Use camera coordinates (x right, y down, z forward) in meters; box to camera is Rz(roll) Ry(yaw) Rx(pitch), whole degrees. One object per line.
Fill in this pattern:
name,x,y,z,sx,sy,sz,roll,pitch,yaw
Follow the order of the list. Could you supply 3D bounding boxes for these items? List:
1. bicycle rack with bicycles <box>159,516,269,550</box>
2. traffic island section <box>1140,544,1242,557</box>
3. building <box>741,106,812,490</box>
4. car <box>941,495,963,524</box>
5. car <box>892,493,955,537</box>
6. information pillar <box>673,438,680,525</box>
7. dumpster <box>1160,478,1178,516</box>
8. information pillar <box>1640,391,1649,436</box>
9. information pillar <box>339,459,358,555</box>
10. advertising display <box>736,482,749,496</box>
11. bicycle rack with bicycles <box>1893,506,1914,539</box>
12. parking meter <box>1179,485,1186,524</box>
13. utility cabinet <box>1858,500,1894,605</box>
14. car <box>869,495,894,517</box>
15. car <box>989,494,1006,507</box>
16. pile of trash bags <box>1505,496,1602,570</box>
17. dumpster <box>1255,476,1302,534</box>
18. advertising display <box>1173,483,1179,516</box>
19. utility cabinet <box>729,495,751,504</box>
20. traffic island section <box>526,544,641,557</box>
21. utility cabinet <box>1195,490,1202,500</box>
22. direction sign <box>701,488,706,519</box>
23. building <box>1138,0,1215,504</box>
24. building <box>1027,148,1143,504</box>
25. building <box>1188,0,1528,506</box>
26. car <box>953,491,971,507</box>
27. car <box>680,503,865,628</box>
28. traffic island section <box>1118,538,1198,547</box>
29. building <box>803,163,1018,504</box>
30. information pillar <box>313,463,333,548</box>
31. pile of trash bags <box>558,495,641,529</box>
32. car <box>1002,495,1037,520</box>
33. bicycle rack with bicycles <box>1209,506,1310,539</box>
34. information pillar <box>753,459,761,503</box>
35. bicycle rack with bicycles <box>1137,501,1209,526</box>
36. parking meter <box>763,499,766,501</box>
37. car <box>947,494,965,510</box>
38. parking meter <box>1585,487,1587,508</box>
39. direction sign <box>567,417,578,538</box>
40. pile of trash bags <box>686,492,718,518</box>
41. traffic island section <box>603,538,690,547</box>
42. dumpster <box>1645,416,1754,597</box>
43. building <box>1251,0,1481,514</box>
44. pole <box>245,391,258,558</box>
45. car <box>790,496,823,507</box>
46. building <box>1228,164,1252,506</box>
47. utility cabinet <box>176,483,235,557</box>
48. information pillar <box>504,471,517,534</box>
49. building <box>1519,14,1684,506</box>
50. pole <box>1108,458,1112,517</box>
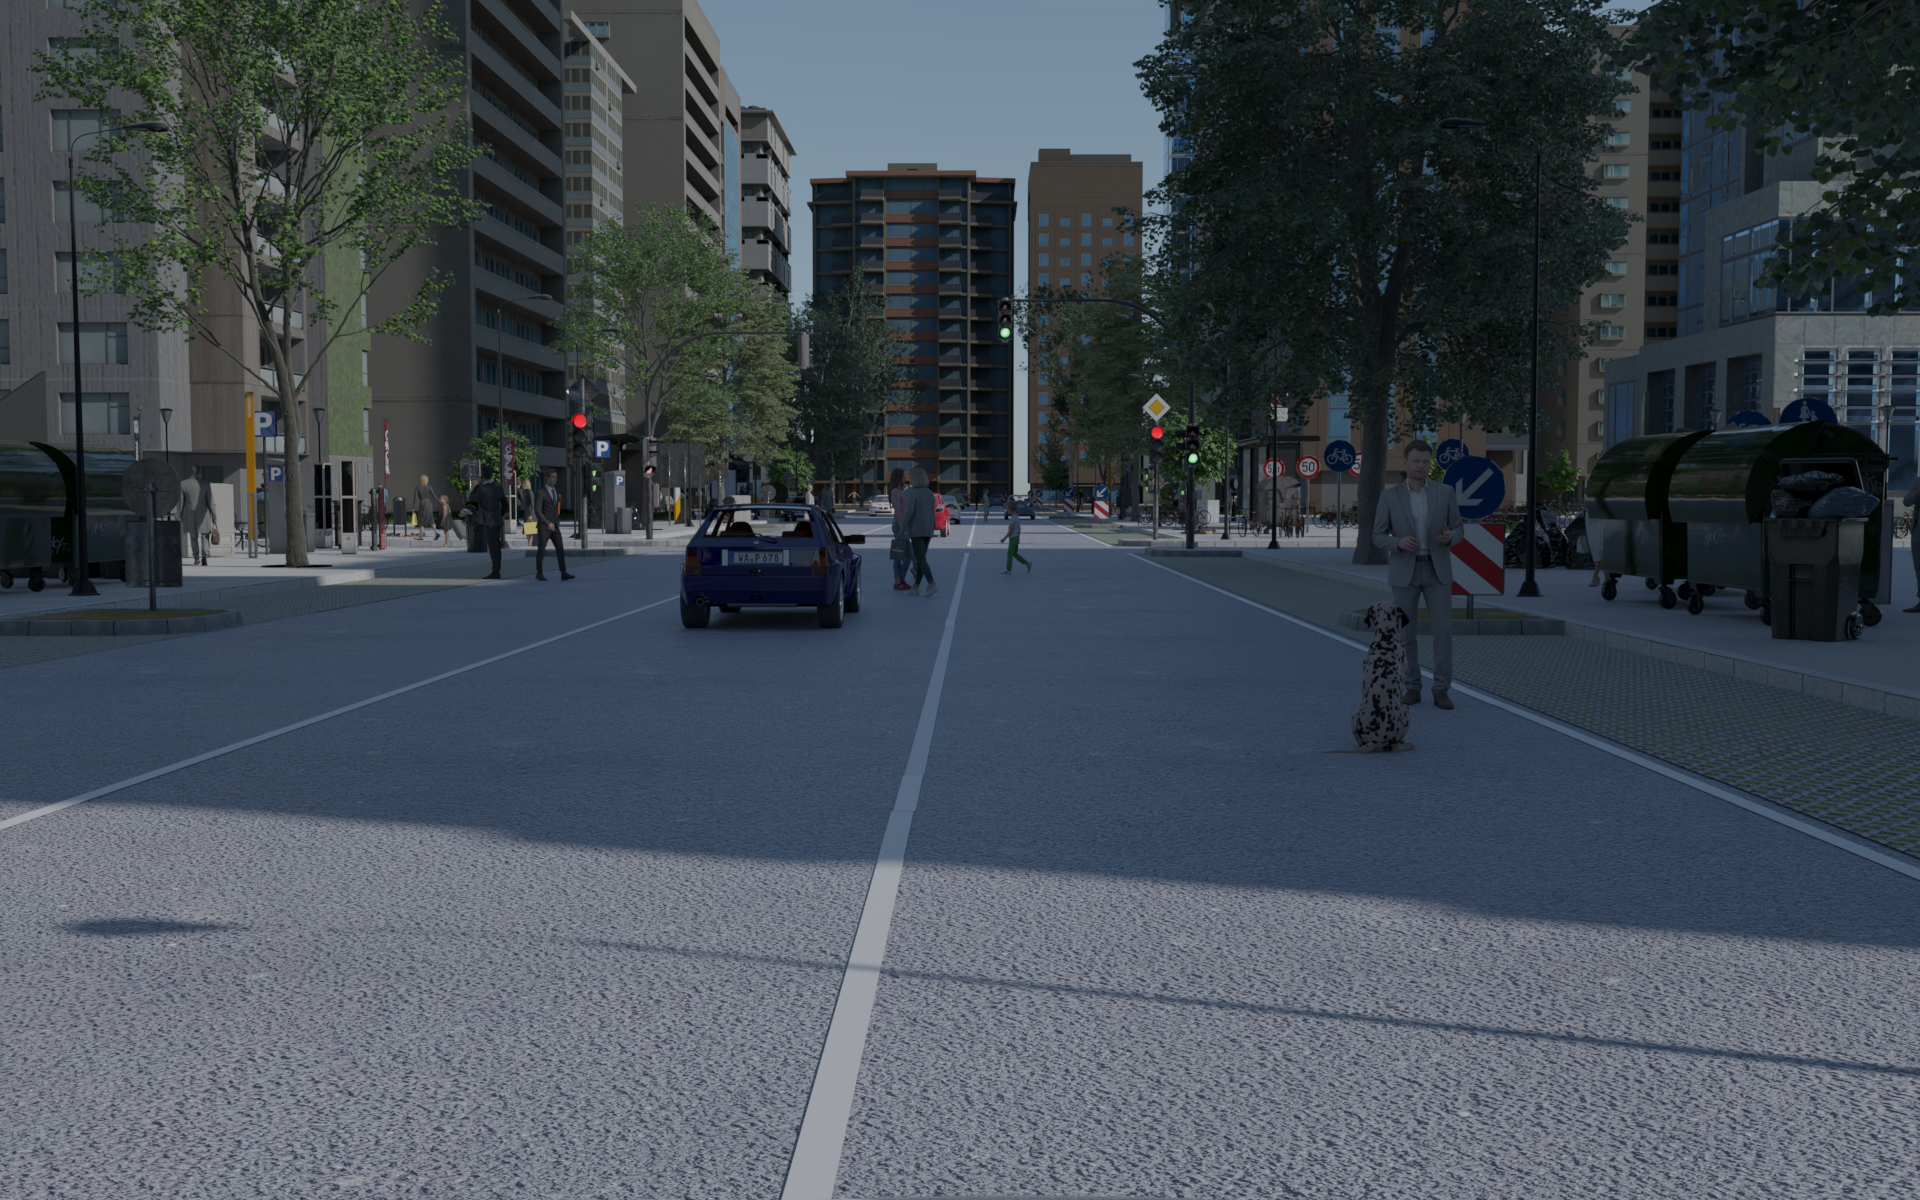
bicycle rack with bicycles,-17.629,-1.649,40.341,2.925,0.926,2.852,-1,4,-11
traffic island section,5.396,-1.115,40.516,2.009,0.180,2.903,0,4,1
building,-35.055,-39.516,235.317,27.495,52.752,28.713,0,4,1
car,-0.902,-4.354,83.556,2.083,1.381,4.827,0,4,0
car,-1.276,-3.052,58.939,2.155,1.783,4.494,0,4,1
information pillar,-11.938,-4.993,72.995,0.183,3.616,0.504,1,4,13
dumpster,12.485,-6.108,102.355,1.502,2.255,1.985,0,4,1
information pillar,15.638,-2.953,39.636,0.183,3.616,0.504,1,4,12
information pillar,-12.977,-1.974,36.761,0.304,2.012,0.304,-1,4,-12
advertising display,-11.405,-5.241,90.901,0.123,1.923,0.974,-3,5,-42
bicycle rack with bicycles,27.766,-2.300,50.988,2.925,0.926,2.852,-1,4,-17
parking meter,9.677,-4.226,74.813,0.255,1.863,0.399,-3,5,-43
utility cabinet,10.407,-0.565,20.403,1.020,1.237,0.306,2,4,28
car,-4.780,-6.027,110.897,2.083,1.381,4.827,0,4,1
car,4.027,-10.884,189.961,2.014,1.417,4.499,0,4,1
pile of trash bags,11.021,-1.286,30.779,1.912,1.369,3.447,3,5,41
dumpster,10.251,-3.052,55.665,1.264,1.857,1.865,0,4,1
advertising display,12.556,-5.692,98.286,0.974,1.923,0.123,0,4,7
utility cabinet,-10.290,-4.272,81.012,1.020,1.237,0.306,-3,5,-40
traffic island section,-8.844,-1.126,40.699,2.009,0.180,2.903,0,4,1
utility cabinet,12.373,-4.987,90.216,0.318,1.500,1.173,0,4,2
direction sign,-13.251,-5.938,89.075,0.379,3.537,0.876,-2,4,-26
building,39.106,-56.104,229.979,31.000,86.520,22.319,0,4,1
building,16.137,-35.308,227.398,14.200,45.320,14.600,0,4,1
building,38.102,-35.570,170.810,28.713,52.752,27.495,0,4,1
car,0.058,-11.109,190.306,2.281,1.827,5.304,0,4,-1
car,-2.090,-0.444,19.844,1.945,1.354,3.894,0,4,1
traffic island section,5.497,-1.604,48.500,2.009,0.180,2.903,0,4,1
building,-6.917,-35.310,231.934,28.867,44.769,22.147,0,4,1
information pillar,-15.088,-2.234,41.019,0.304,2.012,0.304,1,4,17
pile of trash bags,-13.596,-3.316,63.975,3.447,1.369,1.912,-1,4,-21
car,3.362,-5.247,97.784,2.014,1.417,4.499,0,4,2
bicycle rack with bicycles,9.261,-2.320,51.316,2.852,0.926,2.925,2,4,26
information pillar,-11.762,-6.671,100.419,0.504,3.616,0.183,-1,4,-17
bicycle rack with bicycles,8.479,-3.528,71.072,2.925,0.926,2.852,3,4,39
parking meter,-12.135,-6.119,108.459,0.372,1.533,0.369,0,3,0
car,-0.501,-9.118,157.872,1.959,1.807,4.718,0,4,-1
parking meter,19.189,-2.706,52.655,0.372,1.533,0.369,0,3,0
direction sign,-11.245,-3.580,50.523,0.379,3.537,0.876,-3,4,-38
pile of trash bags,-13.471,-5.124,93.522,3.447,1.369,1.912,0,4,-2
traffic island section,-8.743,-1.615,48.683,2.009,0.180,2.903,0,4,1
dumpster,9.778,-1.217,22.386,1.502,2.255,1.985,0,4,1
building,30.984,-29.704,135.775,14.600,45.320,14.200,0,4,1
pole,-14.129,-2.488,34.524,0.158,3.312,0.155,0,3,0
car,-8.079,-4.735,89.995,1.945,1.354,3.894,0,4,2
building,30.234,-23.160,150.366,14.160,30.474,14.107,0,4,1
utility cabinet,-15.303,-1.620,35.161,0.318,1.500,1.173,2,4,25
information pillar,-14.415,-3.115,55.426,0.304,2.012,0.304,2,4,25
building,69.169,-33.613,173.276,21.600,48.544,21.300,0,4,1
pole,8.536,-6.417,98.769,0.158,3.312,0.155,0,3,0
